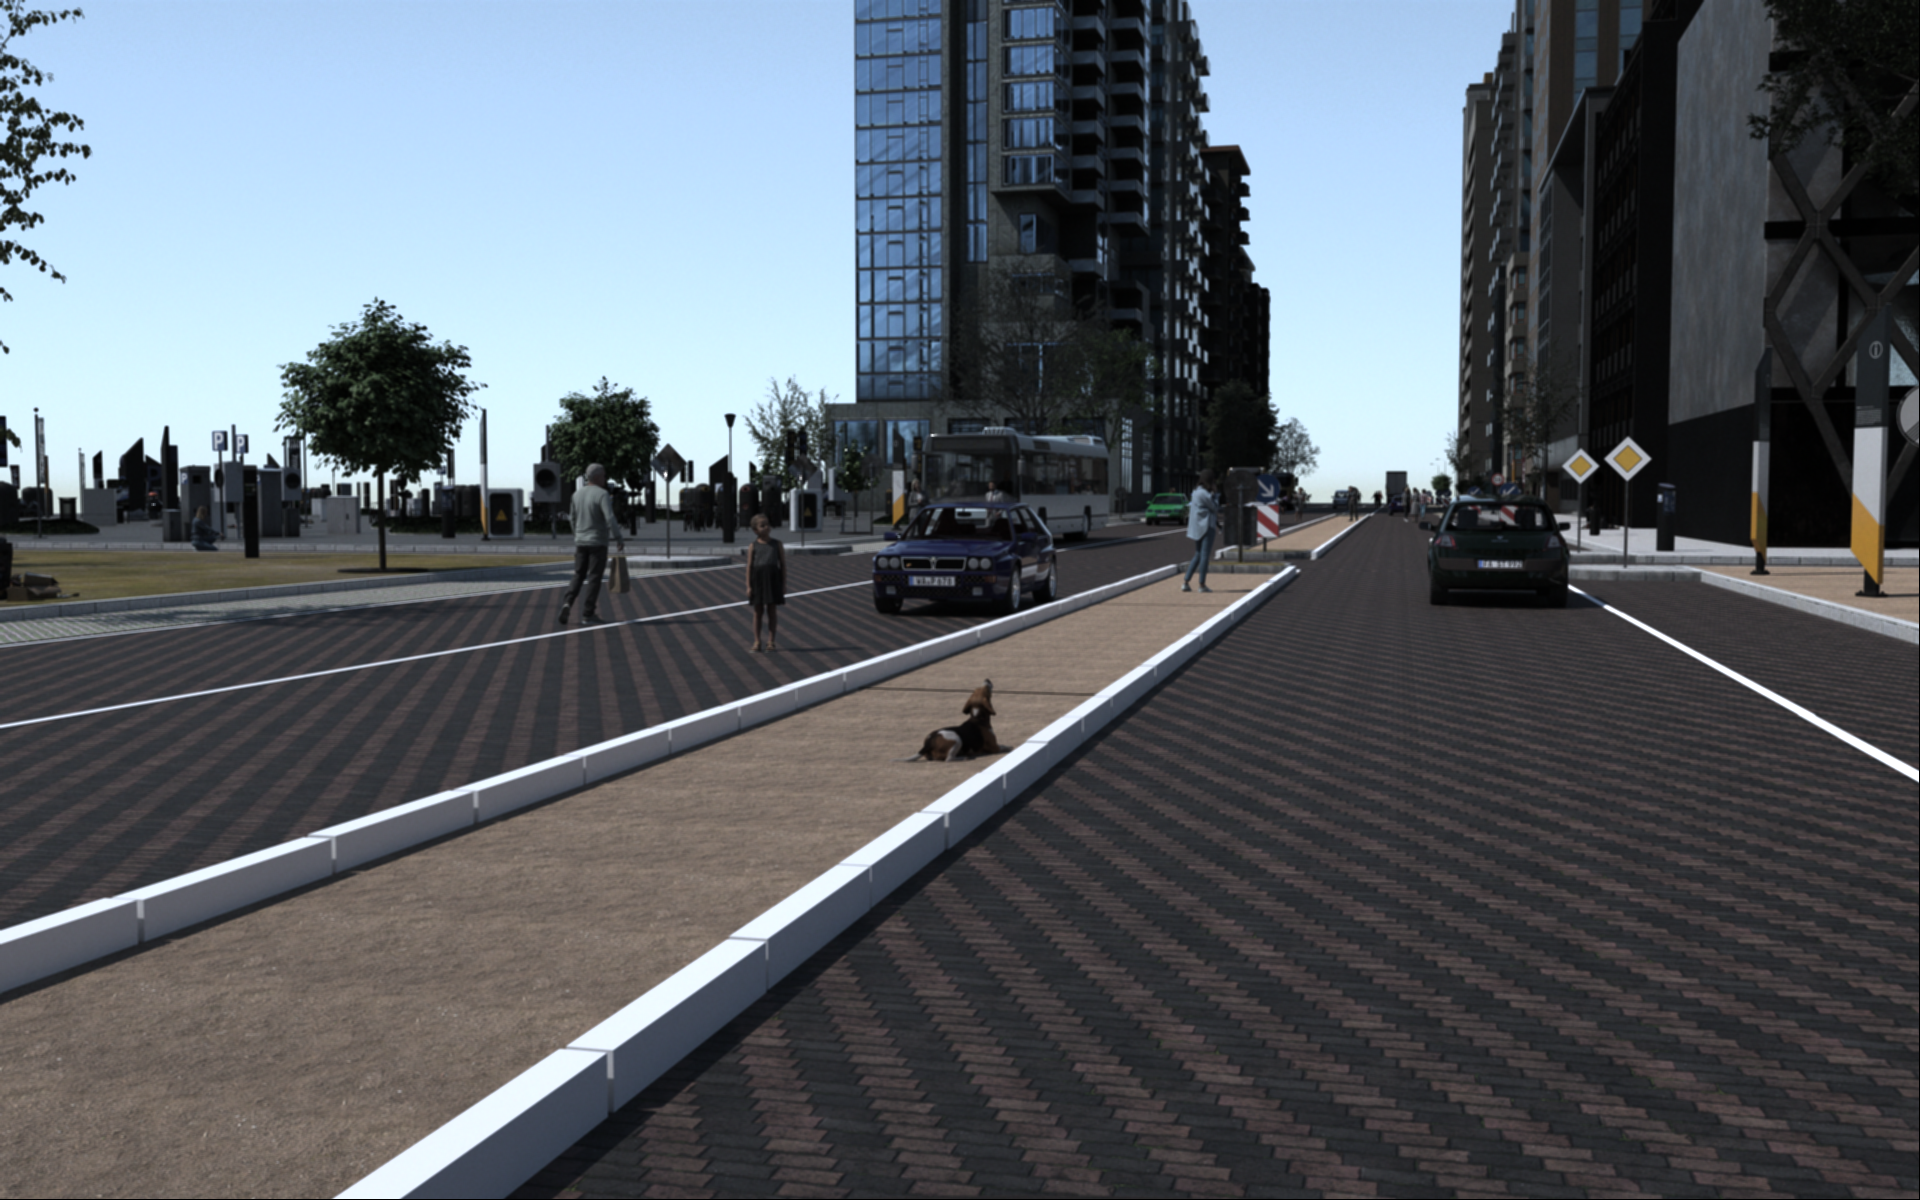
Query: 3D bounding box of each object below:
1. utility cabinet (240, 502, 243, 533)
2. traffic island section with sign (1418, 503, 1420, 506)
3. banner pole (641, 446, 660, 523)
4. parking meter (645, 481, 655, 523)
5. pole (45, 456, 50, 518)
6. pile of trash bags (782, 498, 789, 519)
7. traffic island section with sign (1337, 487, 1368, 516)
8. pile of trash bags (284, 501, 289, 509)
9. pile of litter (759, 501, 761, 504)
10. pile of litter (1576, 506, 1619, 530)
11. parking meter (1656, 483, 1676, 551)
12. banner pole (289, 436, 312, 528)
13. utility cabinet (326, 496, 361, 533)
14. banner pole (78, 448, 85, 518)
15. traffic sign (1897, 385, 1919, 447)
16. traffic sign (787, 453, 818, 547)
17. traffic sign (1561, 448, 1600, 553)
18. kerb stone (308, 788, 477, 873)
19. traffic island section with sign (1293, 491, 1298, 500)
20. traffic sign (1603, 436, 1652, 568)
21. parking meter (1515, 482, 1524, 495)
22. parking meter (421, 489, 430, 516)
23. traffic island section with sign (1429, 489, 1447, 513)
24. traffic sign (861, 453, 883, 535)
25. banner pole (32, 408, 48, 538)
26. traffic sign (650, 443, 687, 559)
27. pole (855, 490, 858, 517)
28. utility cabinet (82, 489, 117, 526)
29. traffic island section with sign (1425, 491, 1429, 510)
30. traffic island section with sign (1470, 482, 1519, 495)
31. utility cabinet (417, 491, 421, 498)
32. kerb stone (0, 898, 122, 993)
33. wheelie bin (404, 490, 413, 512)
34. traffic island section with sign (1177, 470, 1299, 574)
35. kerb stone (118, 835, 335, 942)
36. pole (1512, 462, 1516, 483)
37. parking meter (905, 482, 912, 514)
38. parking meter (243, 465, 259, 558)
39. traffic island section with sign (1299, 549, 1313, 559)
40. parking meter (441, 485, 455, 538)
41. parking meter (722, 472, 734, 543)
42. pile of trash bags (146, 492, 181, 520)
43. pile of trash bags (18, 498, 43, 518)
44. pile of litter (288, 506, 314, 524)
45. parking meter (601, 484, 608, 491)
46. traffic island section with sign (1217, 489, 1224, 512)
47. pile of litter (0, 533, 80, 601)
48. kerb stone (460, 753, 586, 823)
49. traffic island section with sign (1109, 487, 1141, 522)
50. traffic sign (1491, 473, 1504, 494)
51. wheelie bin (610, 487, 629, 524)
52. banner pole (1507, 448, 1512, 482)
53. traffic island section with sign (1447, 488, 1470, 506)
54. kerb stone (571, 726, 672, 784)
[{"bbox_3d":[-22.951,-2.922,56.452,1.173,1.500,0.318,0,4,2],"label":"utility cabinet"},{"bbox_3d":[57.733,-12.540,213.660,1.989,1.847,2.006,1,4,14],"label":"traffic island section with sign"},{"bbox_3d":[-13.967,-5.375,77.893,0.863,3.779,0.401,-1,4,-14],"label":"banner pole"},{"bbox_3d":[-13.780,-4.357,76.949,0.399,1.863,0.255,2,4,31],"label":"parking meter"},{"bbox_3d":[-48.387,-5.990,91.774,0.158,3.312,0.155,0,3,0],"label":"pole"},{"bbox_3d":[-8.678,-4.789,88.055,1.912,1.369,3.447,1,4,22],"label":"pile of trash bags"},{"bbox_3d":[25.378,-6.346,111.892,2.006,1.907,1.989,1,4,14],"label":"traffic island section with sign"},{"bbox_3d":[-36.731,-5.110,93.308,3.447,1.369,1.912,2,4,31],"label":"pile of trash bags"},{"bbox_3d":[-13.088,-6.169,114.820,1.719,0.858,1.176,-3,5,-39],"label":"pile of litter"},{"bbox_3d":[23.345,-3.018,63.307,1.176,0.858,1.719,-1,4,-13],"label":"pile of litter"},{"bbox_3d":[15.868,-1.866,38.919,0.372,1.533,0.369,0,3,0],"label":"parking meter"},{"bbox_3d":[-25.124,-4.639,65.870,0.863,3.779,0.401,0,4,5],"label":"banner pole"},{"bbox_3d":[-20.139,-2.777,56.571,1.020,1.237,0.306,0,4,6],"label":"utility cabinet"},{"bbox_3d":[-47.672,-6.365,94.077,0.863,3.779,0.401,3,5,44],"label":"banner pole"},{"bbox_3d":[11.000,-1.193,19.609,0.768,2.556,0.104,1,4,18],"label":"traffic sign"},{"bbox_3d":[-3.820,-2.349,42.049,0.795,2.450,0.064,1,4,14],"label":"traffic sign"},{"bbox_3d":[13.475,-2.081,37.664,0.795,2.450,0.064,1,4,14],"label":"traffic sign"},{"bbox_3d":[-2.278,0.929,7.000,0.120,0.150,1.000,1,4,14],"label":"kerb stone"},{"bbox_3d":[47.508,-14.446,244.817,1.989,1.847,2.006,1,4,14],"label":"traffic island section with sign"},{"bbox_3d":[11.514,-1.607,29.922,0.795,2.450,0.064,1,4,14],"label":"traffic sign"},{"bbox_3d":[27.159,-4.798,84.155,0.399,1.863,0.255,2,4,26],"label":"parking meter"},{"bbox_3d":[-24.835,-4.410,80.516,0.372,1.533,0.369,0,3,0],"label":"parking meter"},{"bbox_3d":[37.564,-7.669,134.018,1.989,1.847,2.006,1,4,14],"label":"traffic island section with sign"},{"bbox_3d":[-2.756,-3.299,54.040,0.768,2.556,0.104,1,4,21],"label":"traffic sign"},{"bbox_3d":[-26.547,-3.670,50.018,0.863,3.779,0.401,3,5,45],"label":"banner pole"},{"bbox_3d":[-5.781,-1.876,34.308,0.795,2.450,0.064,1,4,14],"label":"traffic sign"},{"bbox_3d":[-5.772,-6.263,96.239,0.158,3.312,0.155,0,3,0],"label":"pole"},{"bbox_3d":[-34.302,-3.693,69.057,1.173,1.500,0.318,-1,4,-13],"label":"utility cabinet"},{"bbox_3d":[44.390,-9.316,160.949,1.989,1.847,2.006,1,4,14],"label":"traffic island section with sign"},{"bbox_3d":[18.683,-3.110,59.473,1.989,1.847,2.006,1,4,14],"label":"traffic island section with sign"},{"bbox_3d":[-38.614,-7.080,124.433,0.318,1.500,1.173,-3,5,-41],"label":"utility cabinet"},{"bbox_3d":[-2.780,1.051,5.005,0.120,0.150,1.000,1,4,14],"label":"kerb stone"},{"bbox_3d":[-40.055,-7.194,125.524,0.693,1.594,0.980,1,4,9],"label":"wheelie bin"},{"bbox_3d":[5.106,-1.451,31.865,2.006,1.907,1.989,1,4,14],"label":"traffic island section with sign"},{"bbox_3d":[-2.526,0.995,5.998,0.120,0.150,1.000,1,4,14],"label":"kerb stone"},{"bbox_3d":[34.715,-7.018,108.579,0.158,3.312,0.155,0,3,0],"label":"pole"},{"bbox_3d":[-2.539,-4.797,84.150,0.255,1.863,0.399,-3,5,-41],"label":"parking meter"},{"bbox_3d":[-14.252,-1.780,34.817,0.255,1.863,0.399,-1,4,-21],"label":"parking meter"},{"bbox_3d":[6.934,-1.890,39.044,2.006,1.907,1.989,1,4,14],"label":"traffic island section with sign"},{"bbox_3d":[-14.973,-2.584,50.667,0.372,1.533,0.369,0,3,0],"label":"parking meter"},{"bbox_3d":[-6.109,-2.446,45.700,0.255,1.863,0.399,0,4,1],"label":"parking meter"},{"bbox_3d":[-40.163,-4.755,87.494,3.447,1.369,1.912,3,5,42],"label":"pile of trash bags"},{"bbox_3d":[-51.576,-5.123,93.520,1.912,1.369,3.447,2,4,30],"label":"pile of trash bags"},{"bbox_3d":[-28.908,-3.777,75.723,1.176,0.858,1.719,-2,4,-32],"label":"pile of litter"},{"bbox_3d":[-19.547,-5.474,95.207,0.399,1.863,0.255,2,4,26],"label":"parking meter"},{"bbox_3d":[20.619,-7.953,138.660,1.989,1.847,2.006,1,4,14],"label":"traffic island section with sign"},{"bbox_3d":[-11.535,-0.434,21.057,1.176,0.858,1.719,3,4,37],"label":"pile of litter"},{"bbox_3d":[-2.020,0.869,7.996,0.120,0.150,1.000,1,4,14],"label":"kerb stone"},{"bbox_3d":[8.381,-5.001,90.387,1.989,1.847,2.006,1,4,14],"label":"traffic island section with sign"},{"bbox_3d":[32.771,-6.452,105.598,0.768,2.556,0.104,1,4,16],"label":"traffic sign"},{"bbox_3d":[-14.715,-4.099,74.928,0.693,1.594,0.980,2,4,28],"label":"wheelie bin"},{"bbox_3d":[29.875,-6.378,94.291,0.401,3.779,0.863,2,4,33],"label":"banner pole"},{"bbox_3d":[25.441,-4.741,86.147,1.989,1.847,2.006,1,4,14],"label":"traffic island section with sign"},{"bbox_3d":[-1.770,0.808,8.987,0.120,0.150,1.000,1,4,14],"label":"kerb stone"}]
